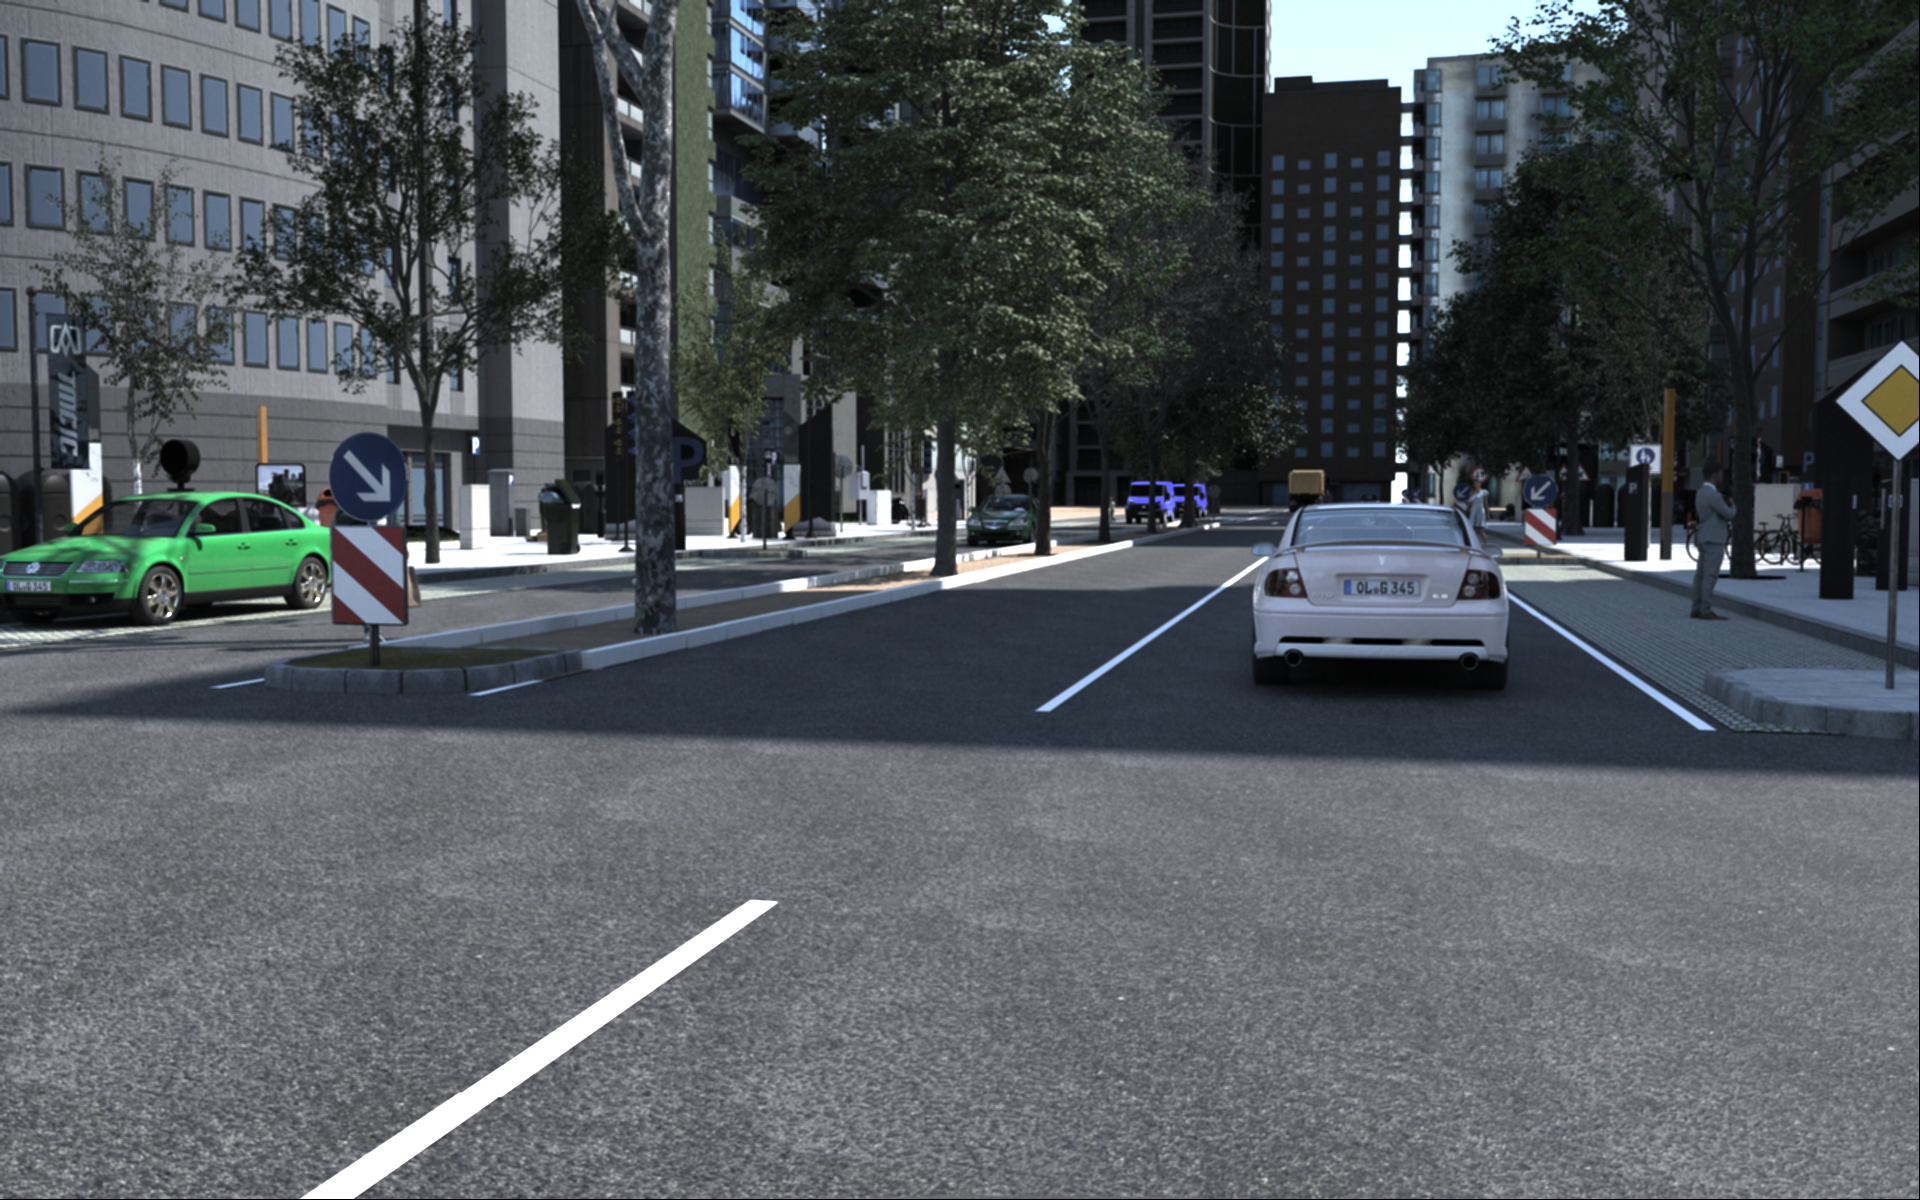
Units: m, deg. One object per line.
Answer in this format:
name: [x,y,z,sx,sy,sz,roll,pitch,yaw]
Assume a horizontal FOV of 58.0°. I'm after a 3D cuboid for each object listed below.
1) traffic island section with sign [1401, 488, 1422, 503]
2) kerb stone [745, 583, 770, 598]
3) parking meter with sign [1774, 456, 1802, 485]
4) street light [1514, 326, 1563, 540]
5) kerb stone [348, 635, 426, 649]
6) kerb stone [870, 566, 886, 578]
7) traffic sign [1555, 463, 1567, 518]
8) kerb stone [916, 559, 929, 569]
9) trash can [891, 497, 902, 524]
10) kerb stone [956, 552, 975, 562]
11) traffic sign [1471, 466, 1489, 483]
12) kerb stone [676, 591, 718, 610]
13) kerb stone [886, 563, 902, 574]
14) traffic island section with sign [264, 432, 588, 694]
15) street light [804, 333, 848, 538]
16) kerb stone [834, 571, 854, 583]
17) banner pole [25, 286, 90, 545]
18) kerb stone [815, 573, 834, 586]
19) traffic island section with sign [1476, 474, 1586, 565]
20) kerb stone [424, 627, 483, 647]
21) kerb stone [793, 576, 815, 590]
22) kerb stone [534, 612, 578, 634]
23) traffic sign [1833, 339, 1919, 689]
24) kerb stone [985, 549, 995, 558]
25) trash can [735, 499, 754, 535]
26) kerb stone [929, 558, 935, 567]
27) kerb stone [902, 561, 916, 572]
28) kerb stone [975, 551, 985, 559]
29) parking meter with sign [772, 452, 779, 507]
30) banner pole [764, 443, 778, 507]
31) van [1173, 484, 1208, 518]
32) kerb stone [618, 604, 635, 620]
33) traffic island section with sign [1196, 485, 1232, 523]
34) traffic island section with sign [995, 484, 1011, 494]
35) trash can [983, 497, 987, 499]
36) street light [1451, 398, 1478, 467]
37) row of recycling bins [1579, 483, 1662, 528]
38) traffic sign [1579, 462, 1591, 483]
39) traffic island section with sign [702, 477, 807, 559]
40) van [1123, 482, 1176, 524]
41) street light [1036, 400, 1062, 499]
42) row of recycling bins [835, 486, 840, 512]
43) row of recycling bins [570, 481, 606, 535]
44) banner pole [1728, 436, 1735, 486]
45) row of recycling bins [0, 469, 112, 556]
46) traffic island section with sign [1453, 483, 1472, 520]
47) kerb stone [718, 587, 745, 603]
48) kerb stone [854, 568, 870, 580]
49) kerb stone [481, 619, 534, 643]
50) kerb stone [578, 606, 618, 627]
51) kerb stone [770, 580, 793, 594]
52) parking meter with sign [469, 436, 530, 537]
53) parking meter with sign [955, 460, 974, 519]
traffic island section with sign: [29.112,-6.252,110.847,1.989,1.847,2.006,1,4,13]
kerb stone: [-2.890,-0.109,24.046,0.120,0.150,1.000,1,4,13]
parking meter with sign: [37.407,-4.978,77.655,0.543,3.016,1.738,-2,4,-30]
street light: [16.024,-4.616,48.008,1.470,5.913,1.316,1,4,13]
kerb stone: [-4.974,0.440,15.031,0.120,0.150,1.000,1,4,13]
kerb stone: [-1.513,-0.481,30.052,0.120,0.150,1.000,1,4,13]
traffic sign: [25.139,-4.414,72.169,0.884,2.594,0.081,1,4,17]
kerb stone: [-0.816,-0.660,33.043,0.120,0.150,1.000,1,4,13]
trash can: [-2.882,-3.875,75.011,0.748,1.137,0.748,0,3,0]
kerb stone: [0.109,-0.908,37.051,0.120,0.150,1.000,1,4,13]
traffic sign: [23.900,-4.867,79.685,0.768,2.556,0.104,1,4,17]
kerb stone: [-3.355,0.013,22.051,0.120,0.150,1.000,1,4,13]
kerb stone: [-1.277,-0.541,31.047,0.120,0.150,1.000,1,4,13]
traffic island section with sign: [-4.237,-0.325,13.443,2.006,1.907,1.989,1,4,13]
street light: [-3.819,-4.747,50.147,1.470,5.913,1.316,1,4,13]
kerb stone: [-1.962,-0.358,28.047,0.120,0.150,1.000,1,4,13]
banner pole: [-11.043,-1.905,21.158,0.401,3.779,0.863,3,4,38]
kerb stone: [-2.209,-0.296,27.044,0.120,0.150,1.000,1,4,13]
traffic island section with sign: [11.752,-1.653,35.650,1.989,1.847,2.006,1,4,13]
kerb stone: [-4.742,0.379,16.041,0.120,0.150,1.000,1,4,13]
kerb stone: [-2.427,-0.235,26.041,0.120,0.150,1.000,1,4,13]
kerb stone: [-4.287,0.254,18.045,0.120,0.150,1.000,1,4,13]
traffic sign: [6.116,-0.470,11.333,0.795,2.450,0.064,1,4,13]
kerb stone: [0.561,-1.030,39.045,0.120,0.150,1.000,1,4,13]
trash can: [-6.829,-2.627,54.611,0.748,1.137,0.748,0,3,0]
kerb stone: [-0.580,-0.725,34.047,0.120,0.150,1.000,1,4,13]
kerb stone: [-1.053,-0.601,32.047,0.120,0.150,1.000,1,4,13]
kerb stone: [0.332,-0.970,38.048,0.120,0.150,1.000,1,4,13]
parking meter with sign: [-6.861,-4.607,71.581,1.738,3.016,0.543,-2,4,-30]
banner pole: [-9.123,-5.756,84.133,0.863,3.779,0.401,-2,4,-27]
van: [13.641,-6.074,103.689,2.240,2.365,5.245,1,4,13]
kerb stone: [-3.816,0.134,20.052,0.120,0.150,1.000,1,4,13]
traffic island section with sign: [12.648,-4.803,86.667,2.006,1.907,1.989,1,4,13]
traffic island section with sign: [1.582,-3.494,65.751,1.989,1.847,2.006,1,4,13]
trash can: [1.478,-4.344,82.676,0.748,1.137,0.748,0,3,0]
street light: [24.218,-6.759,83.055,1.470,5.913,1.316,1,4,13]
row of recycling bins: [25.284,-3.642,66.662,3.534,1.692,1.069,1,4,22]
traffic sign: [25.328,-4.332,70.824,0.884,2.594,0.081,1,4,15]
traffic island section with sign: [-4.556,-1.865,39.117,1.989,1.847,2.006,1,4,13]
van: [9.277,-4.887,84.291,2.240,2.365,5.245,1,4,13]
street light: [4.307,-6.864,84.766,1.470,5.913,1.316,1,4,13]
row of recycling bins: [-6.274,-4.728,84.422,1.069,1.692,3.534,0,4,-2]
row of recycling bins: [-12.145,-3.017,56.442,1.069,1.692,3.534,-2,4,-24]
banner pole: [29.433,-4.610,65.383,0.863,3.779,0.401,1,4,12]
row of recycling bins: [-15.349,-1.288,28.164,1.069,1.692,3.534,1,4,23]
traffic island section with sign: [17.813,-3.259,61.918,1.989,1.847,2.006,1,4,13]
kerb stone: [-3.131,-0.050,23.053,0.120,0.150,1.000,1,4,13]
kerb stone: [-1.743,-0.414,29.051,0.120,0.150,1.000,1,4,13]
kerb stone: [-4.510,0.315,17.048,0.120,0.150,1.000,1,4,13]
kerb stone: [-4.049,0.196,19.044,0.120,0.150,1.000,1,4,13]
kerb stone: [-2.666,-0.174,25.043,0.120,0.150,1.000,1,4,13]
parking meter with sign: [-13.882,-3.431,52.362,1.738,3.016,0.543,1,4,9]
parking meter with sign: [-0.162,-5.693,89.349,1.738,3.016,0.543,-1,4,-20]
